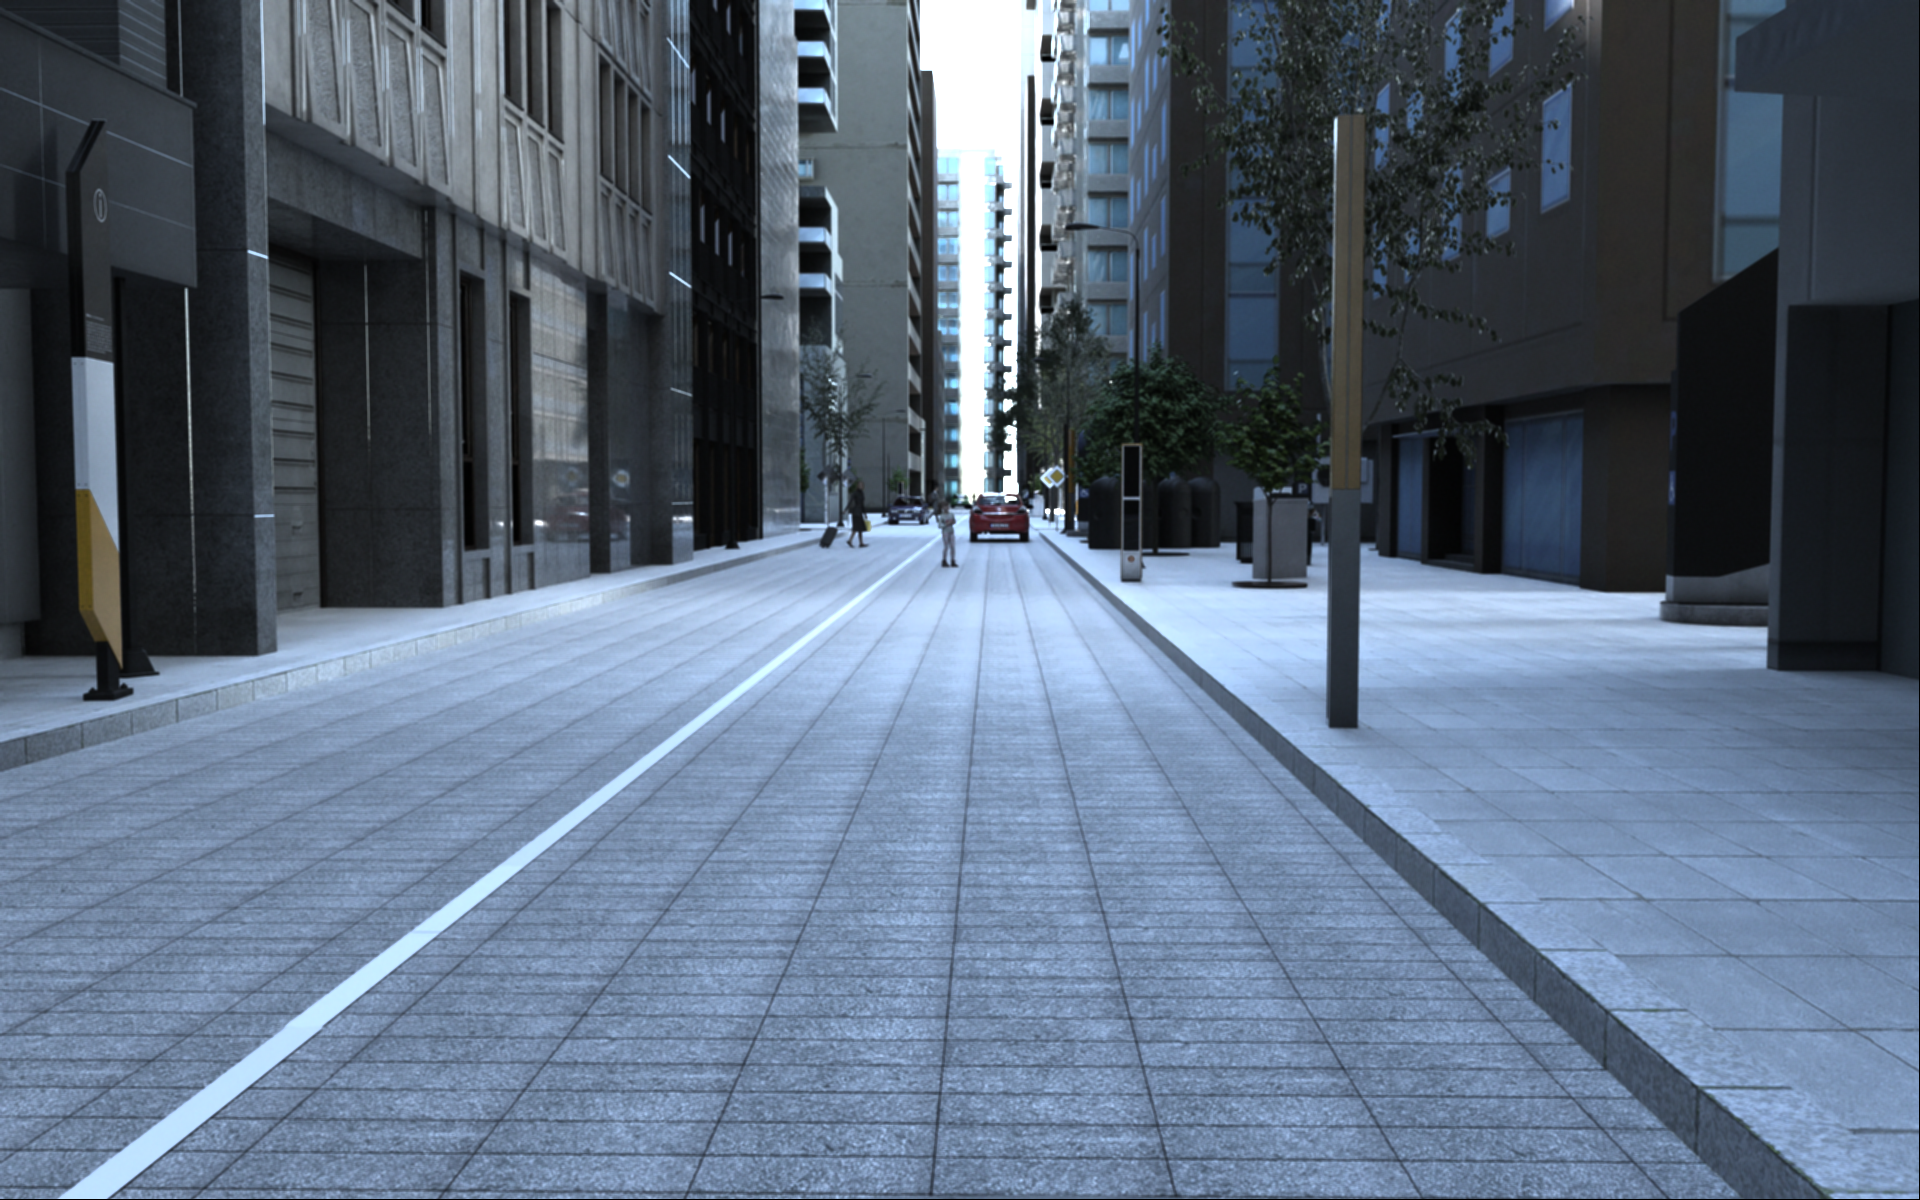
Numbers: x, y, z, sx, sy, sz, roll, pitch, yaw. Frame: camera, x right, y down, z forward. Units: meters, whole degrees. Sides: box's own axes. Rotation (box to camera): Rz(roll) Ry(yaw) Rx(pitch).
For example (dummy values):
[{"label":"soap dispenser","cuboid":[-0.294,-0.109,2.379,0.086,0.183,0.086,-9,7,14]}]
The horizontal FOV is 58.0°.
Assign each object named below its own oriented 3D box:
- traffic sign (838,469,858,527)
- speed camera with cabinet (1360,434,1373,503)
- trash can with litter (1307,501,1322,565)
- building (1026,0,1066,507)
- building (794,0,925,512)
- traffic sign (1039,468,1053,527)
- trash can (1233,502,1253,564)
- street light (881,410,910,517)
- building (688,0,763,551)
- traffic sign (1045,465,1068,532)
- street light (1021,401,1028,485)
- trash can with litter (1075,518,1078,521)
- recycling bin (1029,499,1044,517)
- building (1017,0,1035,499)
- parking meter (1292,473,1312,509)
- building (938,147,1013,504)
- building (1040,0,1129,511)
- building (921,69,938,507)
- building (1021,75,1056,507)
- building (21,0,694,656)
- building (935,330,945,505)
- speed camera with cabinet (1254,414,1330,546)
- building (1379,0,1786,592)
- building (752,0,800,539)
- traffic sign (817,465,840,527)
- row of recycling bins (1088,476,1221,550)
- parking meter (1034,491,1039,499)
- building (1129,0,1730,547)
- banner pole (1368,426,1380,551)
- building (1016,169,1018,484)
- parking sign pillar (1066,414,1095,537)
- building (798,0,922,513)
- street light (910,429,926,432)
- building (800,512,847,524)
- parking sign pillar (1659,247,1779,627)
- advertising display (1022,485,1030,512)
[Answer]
[{"label":"traffic sign","cuboid":[-4.361,-3.903,67.458,0.795,2.450,0.064,0,4,1]},{"label":"speed camera with cabinet","cuboid":[10.837,-3.042,44.073,2.038,3.252,0.660,0,4,6]},{"label":"trash can with litter","cuboid":[5.899,-1.203,31.064,1.055,1.170,0.624,-1,4,-22]},{"label":"building","cuboid":[20.641,-34.961,160.857,28.713,52.752,27.495,0,4,1]},{"label":"building","cuboid":[-14.126,-51.605,156.417,22.319,86.520,31.000,0,4,1]},{"label":"traffic sign","cuboid":[3.481,-3.892,67.279,0.795,2.450,0.064,0,4,1]},{"label":"trash can","cuboid":[5.441,-1.254,32.152,0.748,1.137,0.748,0,3,0]},{"label":"street light","cuboid":[-3.658,-7.524,95.564,1.470,5.913,1.316,0,4,1]},{"label":"building","cuboid":[-11.929,-12.919,40.902,12.332,23.373,15.834,0,4,1]},{"label":"traffic sign","cuboid":[3.319,-3.404,59.296,0.795,2.450,0.064,0,4,1]},{"label":"street light","cuboid":[3.704,-6.946,86.104,1.470,5.913,1.316,0,4,1]},{"label":"trash can with litter","cuboid":[6.105,-4.406,83.089,1.678,1.210,2.233,-2,4,-31]},{"label":"recycling bin","cuboid":[4.239,-5.069,95.430,0.722,1.027,0.722,-1,4,-17]},{"label":"building","cuboid":[17.285,-40.444,203.255,21.231,58.520,28.212,0,4,1]},{"label":"parking meter","cuboid":[7.013,-1.826,35.567,0.399,1.863,0.255,1,4,10]},{"label":"building","cuboid":[-8.002,-37.775,237.228,30.456,49.044,23.786,0,4,1]},{"label":"building","cuboid":[18.044,-30.986,126.236,23.786,49.044,30.456,0,4,1]},{"label":"building","cuboid":[-9.414,-32.418,180.142,14.600,45.320,14.200,0,4,1]},{"label":"building","cuboid":[13.816,-32.551,182.323,14.600,45.320,14.200,0,4,1]},{"label":"building","cuboid":[-11.363,-12.536,22.994,12.078,24.808,19.932,0,4,1]},{"label":"building","cuboid":[-16.607,-22.055,205.634,28.899,21.520,27.650,0,4,1]},{"label":"speed camera with cabinet","cuboid":[8.224,-2.936,42.334,2.038,3.252,0.660,-1,4,-16]},{"label":"building","cuboid":[15.103,-23.098,27.759,14.600,45.320,14.200,0,4,1]},{"label":"building","cuboid":[-13.981,-12.171,53.748,16.860,20.320,10.420,0,4,1]},{"label":"traffic sign","cuboid":[-4.523,-3.415,59.474,0.795,2.450,0.064,0,4,1]},{"label":"row of recycling bins","cuboid":[4.672,-2.075,41.043,3.534,1.692,1.069,-2,4,-28]},{"label":"parking meter","cuboid":[5.917,-7.655,133.568,0.372,1.533,0.369,0,3,0]},{"label":"building","cuboid":[12.476,-24.520,51.015,14.600,45.320,14.200,0,4,1]},{"label":"banner pole","cuboid":[9.664,-3.011,39.246,0.401,3.779,0.863,-3,4,-36]},{"label":"building","cuboid":[14.675,-35.584,231.914,14.200,45.320,14.600,0,4,1]},{"label":"parking sign pillar","cuboid":[3.929,-3.902,52.272,1.447,3.967,1.447,1,4,20]},{"label":"building","cuboid":[-13.849,-30.581,123.708,21.300,48.544,21.600,0,4,1]},{"label":"street light","cuboid":[-3.089,-9.220,123.293,1.470,5.913,1.316,0,4,1]},{"label":"building","cuboid":[-16.626,-47.443,88.361,22.319,86.520,31.000,0,4,1]},{"label":"parking sign pillar","cuboid":[7.828,-1.765,17.336,1.447,3.967,1.447,1,4,12]},{"label":"advertising display","cuboid":[4.562,-6.993,119.541,0.123,1.923,0.974,-2,4,-26]}]
